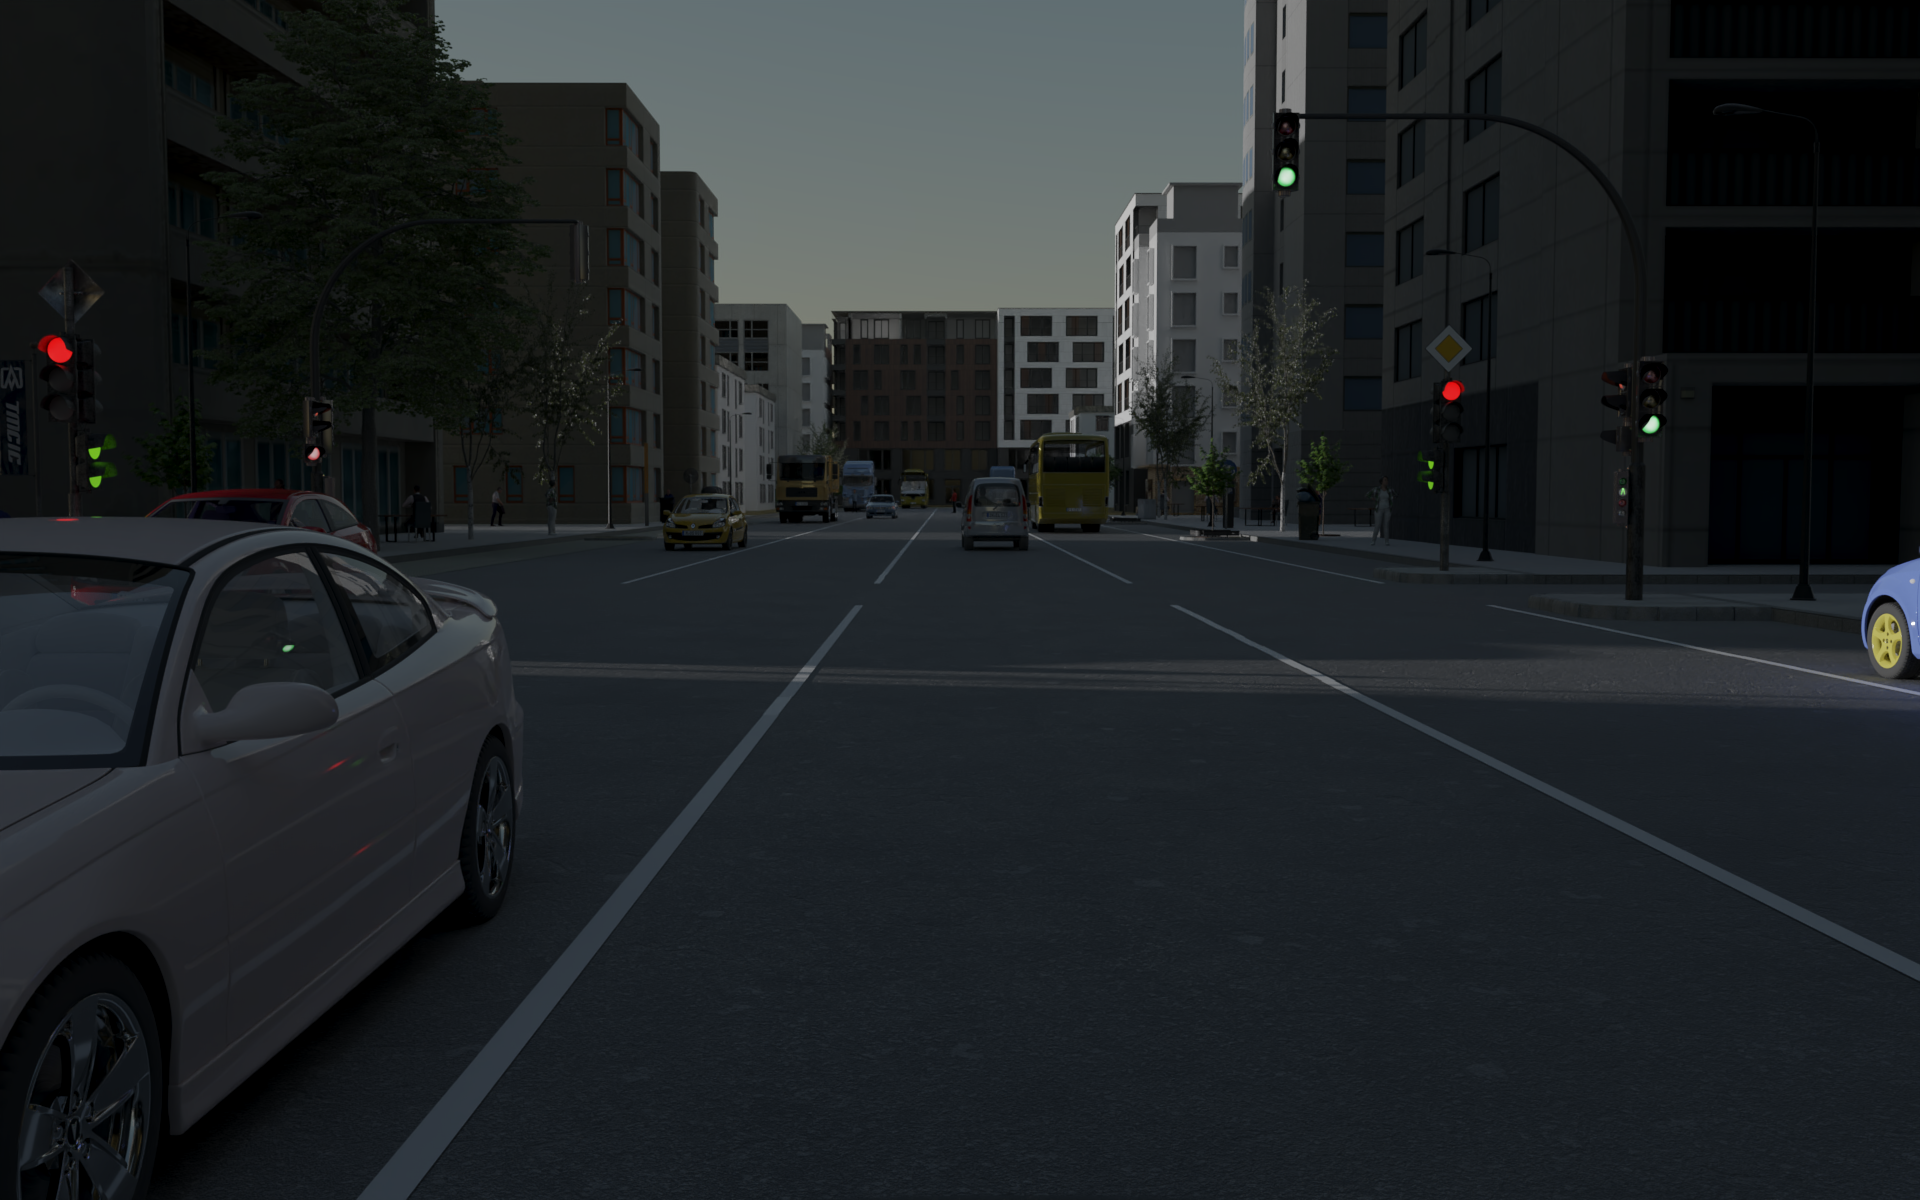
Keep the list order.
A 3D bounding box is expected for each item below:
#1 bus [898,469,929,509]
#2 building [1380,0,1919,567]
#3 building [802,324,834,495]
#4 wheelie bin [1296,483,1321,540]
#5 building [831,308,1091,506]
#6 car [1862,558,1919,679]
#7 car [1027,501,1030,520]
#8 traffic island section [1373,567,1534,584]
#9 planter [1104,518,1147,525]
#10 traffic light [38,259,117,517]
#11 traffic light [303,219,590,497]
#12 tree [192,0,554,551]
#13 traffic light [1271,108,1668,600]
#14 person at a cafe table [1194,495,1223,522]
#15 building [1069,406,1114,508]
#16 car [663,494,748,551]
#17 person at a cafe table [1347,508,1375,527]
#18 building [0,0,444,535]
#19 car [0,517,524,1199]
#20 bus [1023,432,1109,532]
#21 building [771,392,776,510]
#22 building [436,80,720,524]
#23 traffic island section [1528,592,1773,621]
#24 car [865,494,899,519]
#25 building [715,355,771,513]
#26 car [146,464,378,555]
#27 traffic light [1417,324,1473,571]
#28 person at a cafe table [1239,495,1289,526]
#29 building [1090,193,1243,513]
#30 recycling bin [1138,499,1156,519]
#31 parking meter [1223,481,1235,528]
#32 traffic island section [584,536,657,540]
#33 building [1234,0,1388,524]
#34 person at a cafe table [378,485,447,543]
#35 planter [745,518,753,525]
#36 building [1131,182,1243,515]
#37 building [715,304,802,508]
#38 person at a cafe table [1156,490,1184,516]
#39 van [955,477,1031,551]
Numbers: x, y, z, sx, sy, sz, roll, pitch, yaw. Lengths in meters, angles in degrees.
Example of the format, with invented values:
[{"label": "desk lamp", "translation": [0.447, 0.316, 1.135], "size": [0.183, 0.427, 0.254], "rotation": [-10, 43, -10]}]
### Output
[{"label": "bus", "translation": [-4.522, -11.100, 173.037], "size": [2.896, 3.916, 12.252], "rotation": [0, 4, 0]}, {"label": "building", "translation": [22.532, -36.708, 38.420], "size": [20.611, 71.187, 20.563], "rotation": [0, 4, 0]}, {"label": "building", "translation": [-20.576, -20.927, 198.576], "size": [11.380, 20.091, 16.016], "rotation": [0, 4, 0]}, {"label": "wheelie bin", "translation": [9.710, -2.470, 48.292], "size": [0.693, 1.594, 0.980], "rotation": [1, 4, 9]}, {"label": "building", "translation": [1.903, -22.015, 203.918], "size": [32.646, 21.610, 27.936], "rotation": [0, 4, 0]}, {"label": "car", "translation": [8.029, -0.168, 12.335], "size": [1.945, 1.707, 3.694], "rotation": [0, 4, -1]}, {"label": "car", "translation": [4.558, -5.302, 96.470], "size": [2.009, 1.686, 4.222], "rotation": [0, 3, 0]}, {"label": "traffic island section", "translation": [8.124, -0.410, 28.985], "size": [2.009, 0.180, 2.903], "rotation": [0, 4, 0]}, {"label": "planter", "translation": [7.778, -3.725, 82.043], "size": [1.991, 0.319, 1.994], "rotation": [0, 4, 0]}, {"label": "traffic light", "translation": [-10.605, -1.947, 20.747], "size": [0.839, 4.253, 0.868], "rotation": [0, 4, 0]}, {"label": "traffic light", "translation": [-8.566, -3.310, 28.781], "size": [4.771, 5.953, 1.251], "rotation": [0, 4, 0]}, {"label": "tree", "translation": [-12.790, -7.364, 38.529], "size": [7.486, 12.596, 7.792], "rotation": [0, 3, 0]}, {"label": "traffic light", "translation": [6.045, -2.817, 20.731], "size": [4.771, 5.953, 1.251], "rotation": [0, 4, 0]}, {"label": "person at a cafe table", "translation": [11.915, -4.467, 81.552], "size": [1.698, 1.524, 1.622], "rotation": [1, 4, 16]}, {"label": "building", "translation": [15.864, -13.615, 164.753], "size": [9.099, 9.664, 28.070], "rotation": [0, 4, 0]}, {"label": "car", "translation": [-6.622, -2.138, 45.173], "size": [2.015, 1.641, 3.980], "rotation": [0, 4, 1]}, {"label": "person at a cafe table", "translation": [16.454, -3.654, 68.260], "size": [1.698, 1.524, 1.622], "rotation": [-3, 5, -41]}, {"label": "building", "translation": [-27.895, -25.836, 46.125], "size": [21.300, 48.544, 21.600], "rotation": [0, 4, 0]}, {"label": "car", "translation": [-2.464, 0.482, 4.482], "size": [2.083, 1.381, 4.827], "rotation": [0, 4, -1]}, {"label": "bus", "translation": [4.113, -4.677, 68.021], "size": [2.896, 3.916, 12.252], "rotation": [0, 4, 0]}, {"label": "building", "translation": [-20.085, -12.504, 146.586], "size": [9.099, 9.664, 28.070], "rotation": [0, 4, 0]}, {"label": "building", "translation": [-27.918, -14.825, 87.425], "size": [27.650, 21.520, 28.899], "rotation": [0, 4, 0]}, {"label": "traffic island section", "translation": [8.176, 0.078, 21.000], "size": [2.009, 0.180, 2.903], "rotation": [0, 4, 0]}, {"label": "car", "translation": [-4.575, -5.505, 102.004], "size": [2.014, 1.417, 4.499], "rotation": [0, 4, 0]}, {"label": "building", "translation": [-19.111, -10.779, 118.379], "size": [9.099, 9.664, 28.070], "rotation": [0, 4, 0]}, {"label": "car", "translation": [-7.440, -0.540, 17.865], "size": [2.155, 1.783, 4.494], "rotation": [0, 4, -1]}, {"label": "traffic light", "translation": [8.084, -2.443, 28.871], "size": [0.839, 4.253, 0.868], "rotation": [0, 4, 0]}, {"label": "person at a cafe table", "translation": [12.431, -3.611, 69.906], "size": [1.726, 1.238, 1.698], "rotation": [-1, 4, -21]}, {"label": "building", "translation": [25.667, -17.748, 134.149], "size": [27.936, 21.610, 32.646], "rotation": [0, 4, 0]}, {"label": "recycling bin", "translation": [9.497, -4.612, 87.959], "size": [0.722, 1.027, 0.722], "rotation": [-1, 4, -22]}, {"label": "parking meter", "translation": [10.126, -3.642, 65.256], "size": [0.399, 1.863, 0.255], "rotation": [-1, 4, -18]}, {"label": "traffic island section", "translation": [-10.540, -1.909, 54.079], "size": [1.991, 0.108, 1.994], "rotation": [0, 4, 0]}, {"label": "building", "translation": [24.759, -33.235, 85.385], "size": [21.231, 58.520, 28.212], "rotation": [0, 4, 0]}, {"label": "person at a cafe table", "translation": [-14.618, -2.314, 46.354], "size": [1.698, 1.524, 1.622], "rotation": [-3, 4, -36]}, {"label": "planter", "translation": [-10.720, -3.662, 81.016], "size": [1.991, 0.319, 1.994], "rotation": [0, 4, 0]}, {"label": "building", "translation": [19.228, -15.574, 111.048], "size": [16.016, 20.091, 11.380], "rotation": [0, 4, 0]}, {"label": "building", "translation": [-31.879, -18.517, 169.216], "size": [31.486, 18.905, 16.747], "rotation": [0, 4, 0]}, {"label": "person at a cafe table", "translation": [11.886, -5.594, 99.971], "size": [1.698, 1.524, 1.622], "rotation": [2, 4, 26]}, {"label": "van", "translation": [0.890, -2.345, 45.350], "size": [2.013, 2.044, 4.112], "rotation": [0, 4, -1]}]
